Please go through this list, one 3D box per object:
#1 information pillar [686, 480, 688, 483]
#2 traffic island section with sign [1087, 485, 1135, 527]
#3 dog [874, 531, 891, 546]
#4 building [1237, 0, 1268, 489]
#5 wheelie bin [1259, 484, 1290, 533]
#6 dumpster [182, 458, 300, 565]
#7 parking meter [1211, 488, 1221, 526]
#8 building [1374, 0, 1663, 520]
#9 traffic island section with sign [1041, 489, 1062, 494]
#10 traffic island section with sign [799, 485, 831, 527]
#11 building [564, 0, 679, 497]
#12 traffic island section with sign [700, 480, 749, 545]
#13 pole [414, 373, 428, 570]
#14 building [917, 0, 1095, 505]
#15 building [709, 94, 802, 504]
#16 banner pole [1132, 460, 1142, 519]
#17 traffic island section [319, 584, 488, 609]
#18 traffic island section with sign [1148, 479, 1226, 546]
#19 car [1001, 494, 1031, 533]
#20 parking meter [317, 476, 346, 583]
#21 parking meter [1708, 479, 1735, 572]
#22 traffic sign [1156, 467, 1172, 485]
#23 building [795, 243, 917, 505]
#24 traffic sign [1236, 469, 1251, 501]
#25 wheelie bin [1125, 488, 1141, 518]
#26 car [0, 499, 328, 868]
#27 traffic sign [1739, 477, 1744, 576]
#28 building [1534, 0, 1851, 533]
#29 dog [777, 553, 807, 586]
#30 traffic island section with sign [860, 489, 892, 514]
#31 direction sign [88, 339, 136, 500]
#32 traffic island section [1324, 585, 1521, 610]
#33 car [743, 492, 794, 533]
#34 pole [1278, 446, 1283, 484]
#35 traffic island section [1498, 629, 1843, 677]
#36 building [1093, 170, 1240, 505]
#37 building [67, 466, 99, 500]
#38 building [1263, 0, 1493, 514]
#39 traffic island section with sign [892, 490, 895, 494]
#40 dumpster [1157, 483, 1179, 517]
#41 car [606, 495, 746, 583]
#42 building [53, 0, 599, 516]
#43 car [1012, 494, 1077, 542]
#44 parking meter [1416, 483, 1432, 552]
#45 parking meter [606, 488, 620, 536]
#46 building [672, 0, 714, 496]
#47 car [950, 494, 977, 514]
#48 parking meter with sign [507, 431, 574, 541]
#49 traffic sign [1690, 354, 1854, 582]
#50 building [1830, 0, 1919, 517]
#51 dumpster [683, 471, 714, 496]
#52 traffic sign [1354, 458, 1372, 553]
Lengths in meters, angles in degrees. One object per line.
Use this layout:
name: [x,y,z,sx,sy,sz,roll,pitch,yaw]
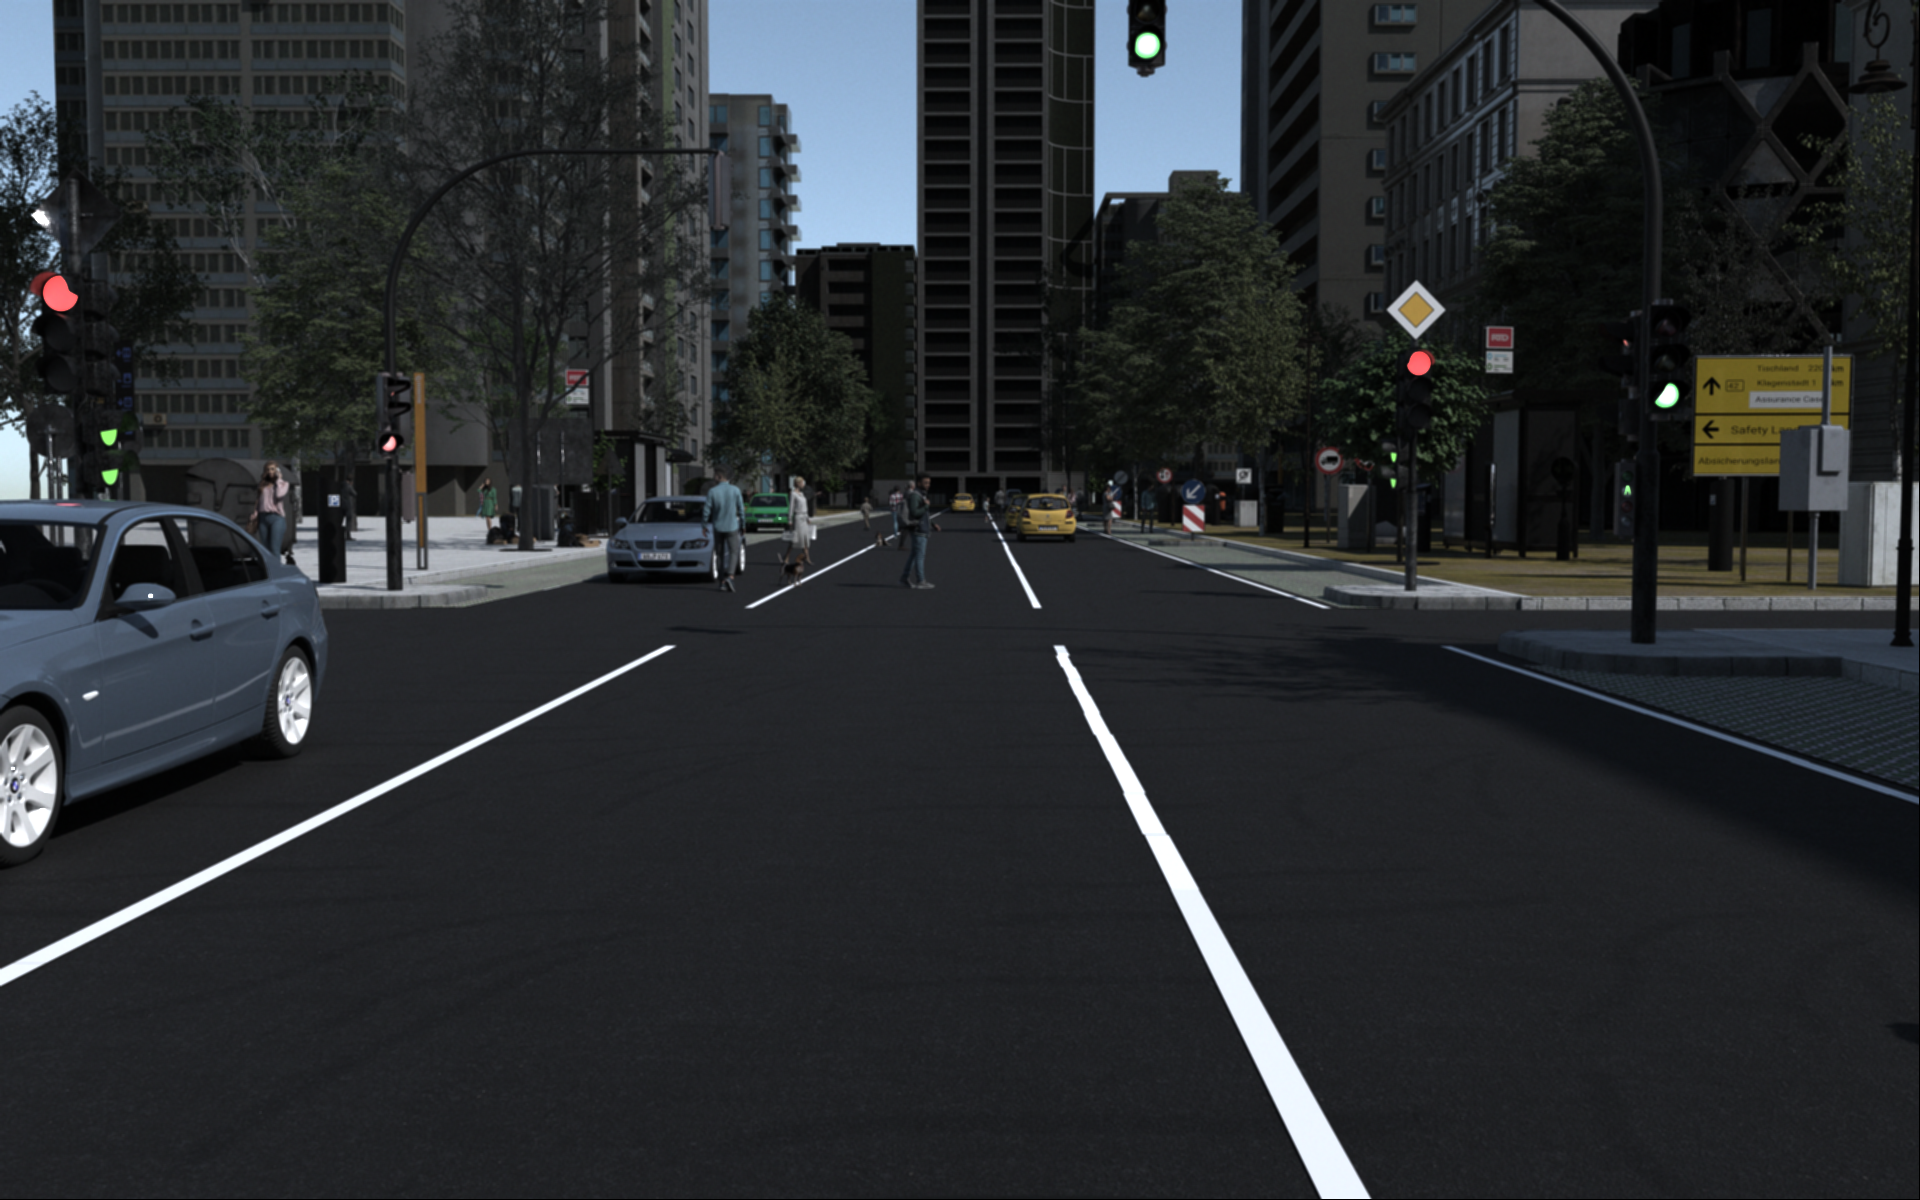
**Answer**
information pillar: [-13.623,-5.074,87.452,0.304,2.012,0.304,2,4,35]
traffic island section with sign: [6.558,-4.092,75.529,1.989,1.847,2.006,0,4,1]
dog: [-2.122,-1.712,48.180,0.748,0.427,0.550,-2,4,-29]
building: [34.134,-36.870,144.830,21.231,58.520,28.212,0,4,1]
wheelie bin: [10.359,-3.001,56.968,0.980,1.594,0.693,0,4,-2]
dumpster: [-11.869,-1.399,28.640,1.264,1.857,1.865,0,4,1]
parking meter: [10.367,-3.774,70.122,0.372,1.533,0.369,0,3,0]
building: [29.221,-17.605,85.104,12.463,27.353,25.104,0,4,1]
traffic island section with sign: [7.084,-7.159,125.683,1.989,1.847,2.006,0,4,1]
traffic island section with sign: [-6.671,-4.084,75.405,1.989,1.847,2.006,0,4,1]
building: [-29.501,-27.307,130.071,14.154,41.232,14.086,0,4,1]
traffic island section with sign: [-6.950,-2.436,48.451,1.989,1.847,2.006,0,4,1]
pole: [-9.096,-2.164,29.228,0.158,3.312,0.155,0,3,0]
building: [5.511,-46.871,204.594,20.611,71.187,20.563,0,4,1]
building: [-34.115,-35.918,206.875,30.456,49.044,23.786,0,4,1]
banner pole: [9.204,-6.128,90.215,0.401,3.779,0.863,-2,4,-34]
traffic island section: [-7.550,-0.050,23.091,2.009,0.180,2.903,0,4,1]
traffic island section with sign: [6.258,-2.405,47.955,1.989,1.847,2.006,0,4,1]
car: [2.551,-3.364,65.219,2.015,1.641,3.980,0,4,1]
parking meter: [-9.086,-1.017,25.038,0.372,1.533,0.369,0,3,0]
parking meter: [12.666,-1.248,28.813,0.372,1.533,0.369,0,3,0]
traffic sign: [9.627,-4.982,81.554,0.768,2.556,0.104,0,4,2]
building: [-11.888,-26.330,202.189,14.107,30.474,14.160,0,4,1]
traffic sign: [11.466,-4.156,70.087,0.606,2.300,0.079,0,4,8]
wheelie bin: [9.298,-5.194,92.835,0.980,1.594,0.693,-3,5,-44]
car: [-4.473,0.235,8.159,2.014,1.417,4.499,0,4,0]
traffic sign: [12.299,-1.662,27.174,0.884,2.594,0.081,0,4,4]
building: [30.448,-12.048,64.432,16.820,18.784,16.811,0,4,1]
dog: [-2.621,-0.474,27.039,0.540,0.507,0.406,0,4,5]
traffic island section with sign: [-6.151,-7.127,125.149,1.989,1.847,2.006,0,4,1]
direction sign: [-12.509,-2.054,25.581,0.876,3.537,0.379,1,4,21]
traffic island section: [5.991,-0.041,22.944,2.009,0.180,2.903,0,4,1]
car: [-7.045,-3.409,64.527,1.959,1.807,4.718,0,4,-1]
pole: [13.490,-4.836,72.912,0.158,3.312,0.155,0,3,0]
traffic island section: [5.906,0.448,14.959,2.009,0.180,2.903,0,4,1]
building: [28.335,-31.729,210.654,23.993,40.220,32.217,0,4,1]
building: [-58.575,-32.279,147.368,30.456,49.044,23.786,0,4,1]
building: [33.684,-30.372,120.278,21.300,48.544,21.600,0,4,1]
traffic island section with sign: [-5.860,-8.775,152.103,1.989,1.847,2.006,0,4,1]
dumpster: [10.996,-5.181,90.475,1.264,1.857,1.865,0,4,1]
car: [-4.762,-1.074,29.563,2.014,1.417,4.499,0,4,2]
building: [-38.622,-25.582,110.150,32.217,40.220,23.993,0,4,1]
car: [2.596,-2.600,52.728,2.015,1.641,3.980,0,4,1]
parking meter: [10.223,-1.828,38.293,0.372,1.533,0.369,0,3,0]
parking meter: [-10.611,-2.888,52.928,0.399,1.863,0.255,0,4,-4]
building: [-33.023,-43.433,148.383,20.611,71.187,20.563,0,4,1]
car: [0.230,-7.221,128.289,2.015,1.641,3.980,0,4,1]
parking meter with sign: [-11.539,-3.148,47.730,1.738,3.016,0.543,0,4,-4]
traffic sign: [11.827,-1.923,25.307,2.265,3.308,0.079,0,4,4]
building: [33.714,-12.564,41.577,21.152,22.565,11.583,0,4,1]
dumpster: [-10.846,-4.308,72.936,1.502,2.255,1.985,0,4,1]
traffic sign: [8.955,-2.310,37.874,0.768,2.556,0.104,0,4,5]
